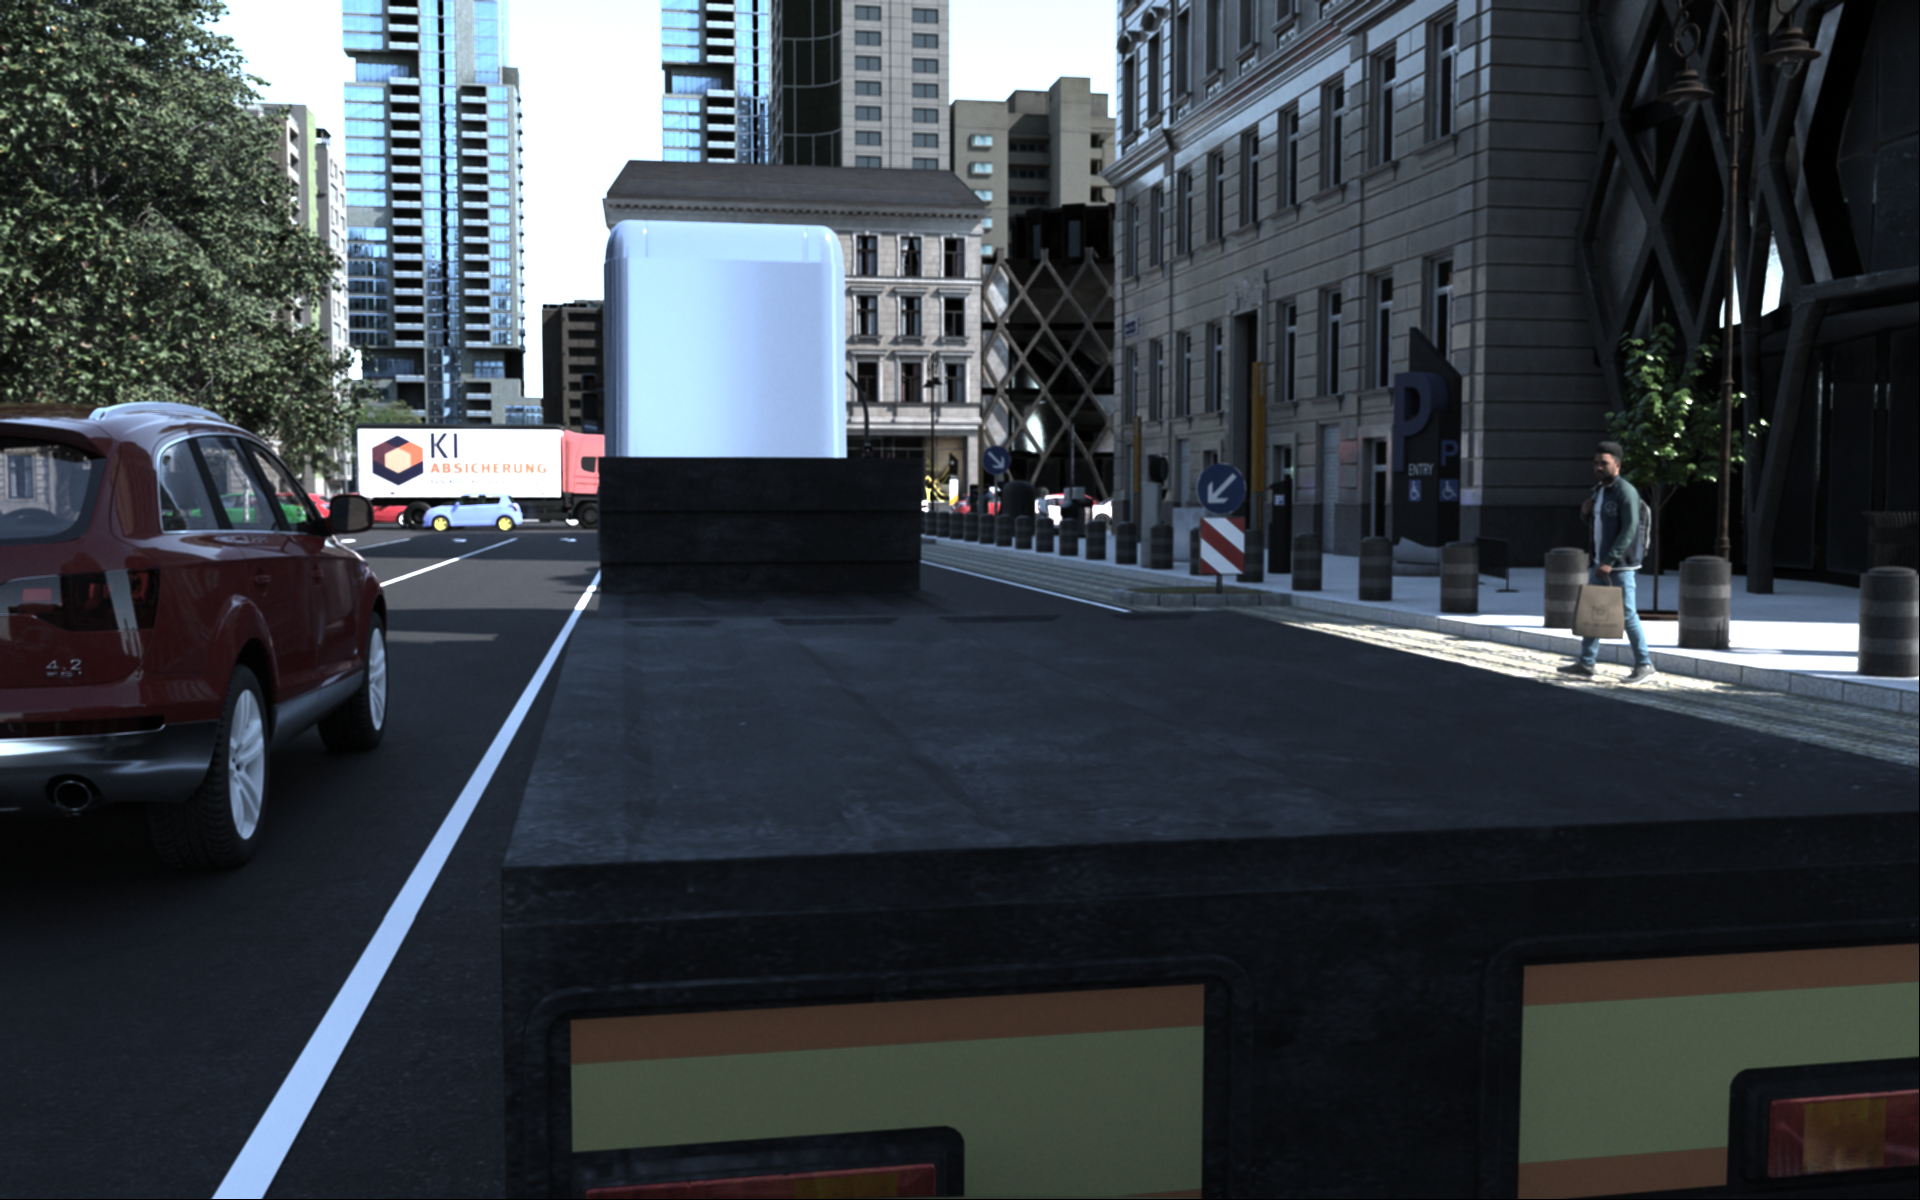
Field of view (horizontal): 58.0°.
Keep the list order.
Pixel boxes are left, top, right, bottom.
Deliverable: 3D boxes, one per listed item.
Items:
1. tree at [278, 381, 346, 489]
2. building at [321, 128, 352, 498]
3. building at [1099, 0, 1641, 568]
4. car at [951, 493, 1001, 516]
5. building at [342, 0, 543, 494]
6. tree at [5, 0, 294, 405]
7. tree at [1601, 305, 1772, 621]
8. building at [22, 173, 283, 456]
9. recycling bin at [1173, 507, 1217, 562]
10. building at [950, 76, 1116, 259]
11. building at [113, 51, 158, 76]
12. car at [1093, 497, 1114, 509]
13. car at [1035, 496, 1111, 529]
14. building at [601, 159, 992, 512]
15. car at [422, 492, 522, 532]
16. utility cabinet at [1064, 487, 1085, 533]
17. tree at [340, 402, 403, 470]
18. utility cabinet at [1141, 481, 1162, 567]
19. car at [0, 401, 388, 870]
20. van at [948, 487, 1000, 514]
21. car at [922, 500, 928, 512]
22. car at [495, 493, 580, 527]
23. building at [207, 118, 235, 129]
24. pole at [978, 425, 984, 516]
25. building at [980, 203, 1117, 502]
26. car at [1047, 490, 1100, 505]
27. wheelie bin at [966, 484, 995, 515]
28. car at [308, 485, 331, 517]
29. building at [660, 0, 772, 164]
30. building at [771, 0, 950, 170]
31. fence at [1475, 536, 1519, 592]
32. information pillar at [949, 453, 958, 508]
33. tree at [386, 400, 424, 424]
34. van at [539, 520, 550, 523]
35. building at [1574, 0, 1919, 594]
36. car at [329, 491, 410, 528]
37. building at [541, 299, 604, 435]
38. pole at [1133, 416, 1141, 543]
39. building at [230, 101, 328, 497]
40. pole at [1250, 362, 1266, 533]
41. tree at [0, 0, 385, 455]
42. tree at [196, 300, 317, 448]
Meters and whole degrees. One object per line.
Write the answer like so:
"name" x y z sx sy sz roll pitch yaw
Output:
"tree" -56.686 -13.896 149.260 6.751 12.117 7.091 0 3 0
"building" -76.449 -31.227 194.161 14.086 41.232 14.154 -1 4 -10
"building" 12.404 -14.977 42.140 12.463 27.353 25.104 -1 4 -10
"car" 1.846 -4.279 78.998 4.494 1.783 2.155 -1 4 -10
"building" -78.296 -57.819 258.012 31.000 86.520 22.319 -1 4 -10
"tree" -18.253 -7.708 35.132 9.857 13.997 8.962 0 3 0
"tree" 7.100 -1.417 17.764 1.663 3.219 1.824 0 3 0
"building" -48.415 -14.171 96.327 19.286 19.102 10.561 -1 4 -10
"recycling bin" 4.498 -1.236 32.769 0.722 1.027 0.722 3 4 38
"building" 7.954 -35.565 205.190 21.600 48.544 21.300 -1 4 -10
"building" -97.377 -34.551 184.518 30.456 49.044 23.786 -1 4 -10
"car" 7.385 -4.166 80.474 4.827 1.381 2.083 -1 4 -9
"car" 4.318 -3.680 72.531 4.827 1.381 2.083 -1 4 -10
"building" -19.018 -15.335 101.639 40.483 20.767 10.553 -1 4 -10
"car" -18.792 -3.496 66.747 3.694 1.707 1.945 -1 4 -10
"utility cabinet" 3.705 -2.916 56.350 0.318 1.500 1.173 -1 4 -17
"tree" -65.129 -16.312 192.452 9.928 11.665 9.643 0 3 0
"utility cabinet" 3.400 -1.344 30.646 0.318 1.500 1.173 1 4 10
"car" -3.993 0.042 7.988 2.281 1.827 5.304 -1 4 -10
"van" 1.439 -5.219 92.348 4.112 2.044 2.013 -1 4 -8
"car" -4.035 -4.679 88.867 4.827 1.381 2.083 -1 4 -9
"car" -18.565 -4.136 76.302 5.304 1.827 2.281 -1 4 -12
"building" -78.336 -28.330 155.075 32.217 40.220 23.993 -1 4 -10
"pole" 0.611 -3.499 51.059 0.158 3.312 0.155 0 3 0
"building" 8.496 -14.866 110.518 16.811 18.784 16.820 -1 4 -10
"car" 6.313 -5.050 91.612 4.494 1.783 2.155 -1 4 -9
"wheelie bin" 0.671 -2.996 56.885 0.980 1.594 0.693 0 4 2
"car" -24.966 -3.313 63.210 4.494 1.783 2.155 -1 4 -10
"building" -33.796 -58.283 265.598 31.000 86.520 22.319 -1 4 -10
"building" -12.993 -46.638 200.789 20.563 71.187 20.611 -1 4 -10
"fence" 7.260 -0.508 23.688 0.278 0.683 2.069 0 4 4
"information pillar" -0.376 -6.529 98.107 0.504 3.616 0.183 -1 4 -19
"tree" -67.036 -17.742 208.210 7.486 12.596 7.792 0 3 0
"van" -22.684 -5.068 87.240 5.245 2.365 2.240 -1 4 -10
"building" 18.367 -9.466 22.220 16.820 18.784 16.811 -1 4 -10
"car" -24.947 -3.972 73.984 4.494 1.783 2.155 -1 4 -12
"building" -55.397 -29.867 260.032 14.107 30.474 14.160 -1 4 -10
"pole" 4.661 -3.163 45.556 0.158 3.312 0.155 0 3 0
"building" -73.361 -30.071 175.254 14.154 41.232 14.086 -1 4 -10
"pole" 4.618 -2.019 26.856 0.158 3.312 0.155 0 3 0
"tree" -20.229 -7.665 44.788 9.611 12.733 9.660 0 3 0
"tree" -21.427 -6.059 51.884 4.360 8.622 3.978 0 3 0
